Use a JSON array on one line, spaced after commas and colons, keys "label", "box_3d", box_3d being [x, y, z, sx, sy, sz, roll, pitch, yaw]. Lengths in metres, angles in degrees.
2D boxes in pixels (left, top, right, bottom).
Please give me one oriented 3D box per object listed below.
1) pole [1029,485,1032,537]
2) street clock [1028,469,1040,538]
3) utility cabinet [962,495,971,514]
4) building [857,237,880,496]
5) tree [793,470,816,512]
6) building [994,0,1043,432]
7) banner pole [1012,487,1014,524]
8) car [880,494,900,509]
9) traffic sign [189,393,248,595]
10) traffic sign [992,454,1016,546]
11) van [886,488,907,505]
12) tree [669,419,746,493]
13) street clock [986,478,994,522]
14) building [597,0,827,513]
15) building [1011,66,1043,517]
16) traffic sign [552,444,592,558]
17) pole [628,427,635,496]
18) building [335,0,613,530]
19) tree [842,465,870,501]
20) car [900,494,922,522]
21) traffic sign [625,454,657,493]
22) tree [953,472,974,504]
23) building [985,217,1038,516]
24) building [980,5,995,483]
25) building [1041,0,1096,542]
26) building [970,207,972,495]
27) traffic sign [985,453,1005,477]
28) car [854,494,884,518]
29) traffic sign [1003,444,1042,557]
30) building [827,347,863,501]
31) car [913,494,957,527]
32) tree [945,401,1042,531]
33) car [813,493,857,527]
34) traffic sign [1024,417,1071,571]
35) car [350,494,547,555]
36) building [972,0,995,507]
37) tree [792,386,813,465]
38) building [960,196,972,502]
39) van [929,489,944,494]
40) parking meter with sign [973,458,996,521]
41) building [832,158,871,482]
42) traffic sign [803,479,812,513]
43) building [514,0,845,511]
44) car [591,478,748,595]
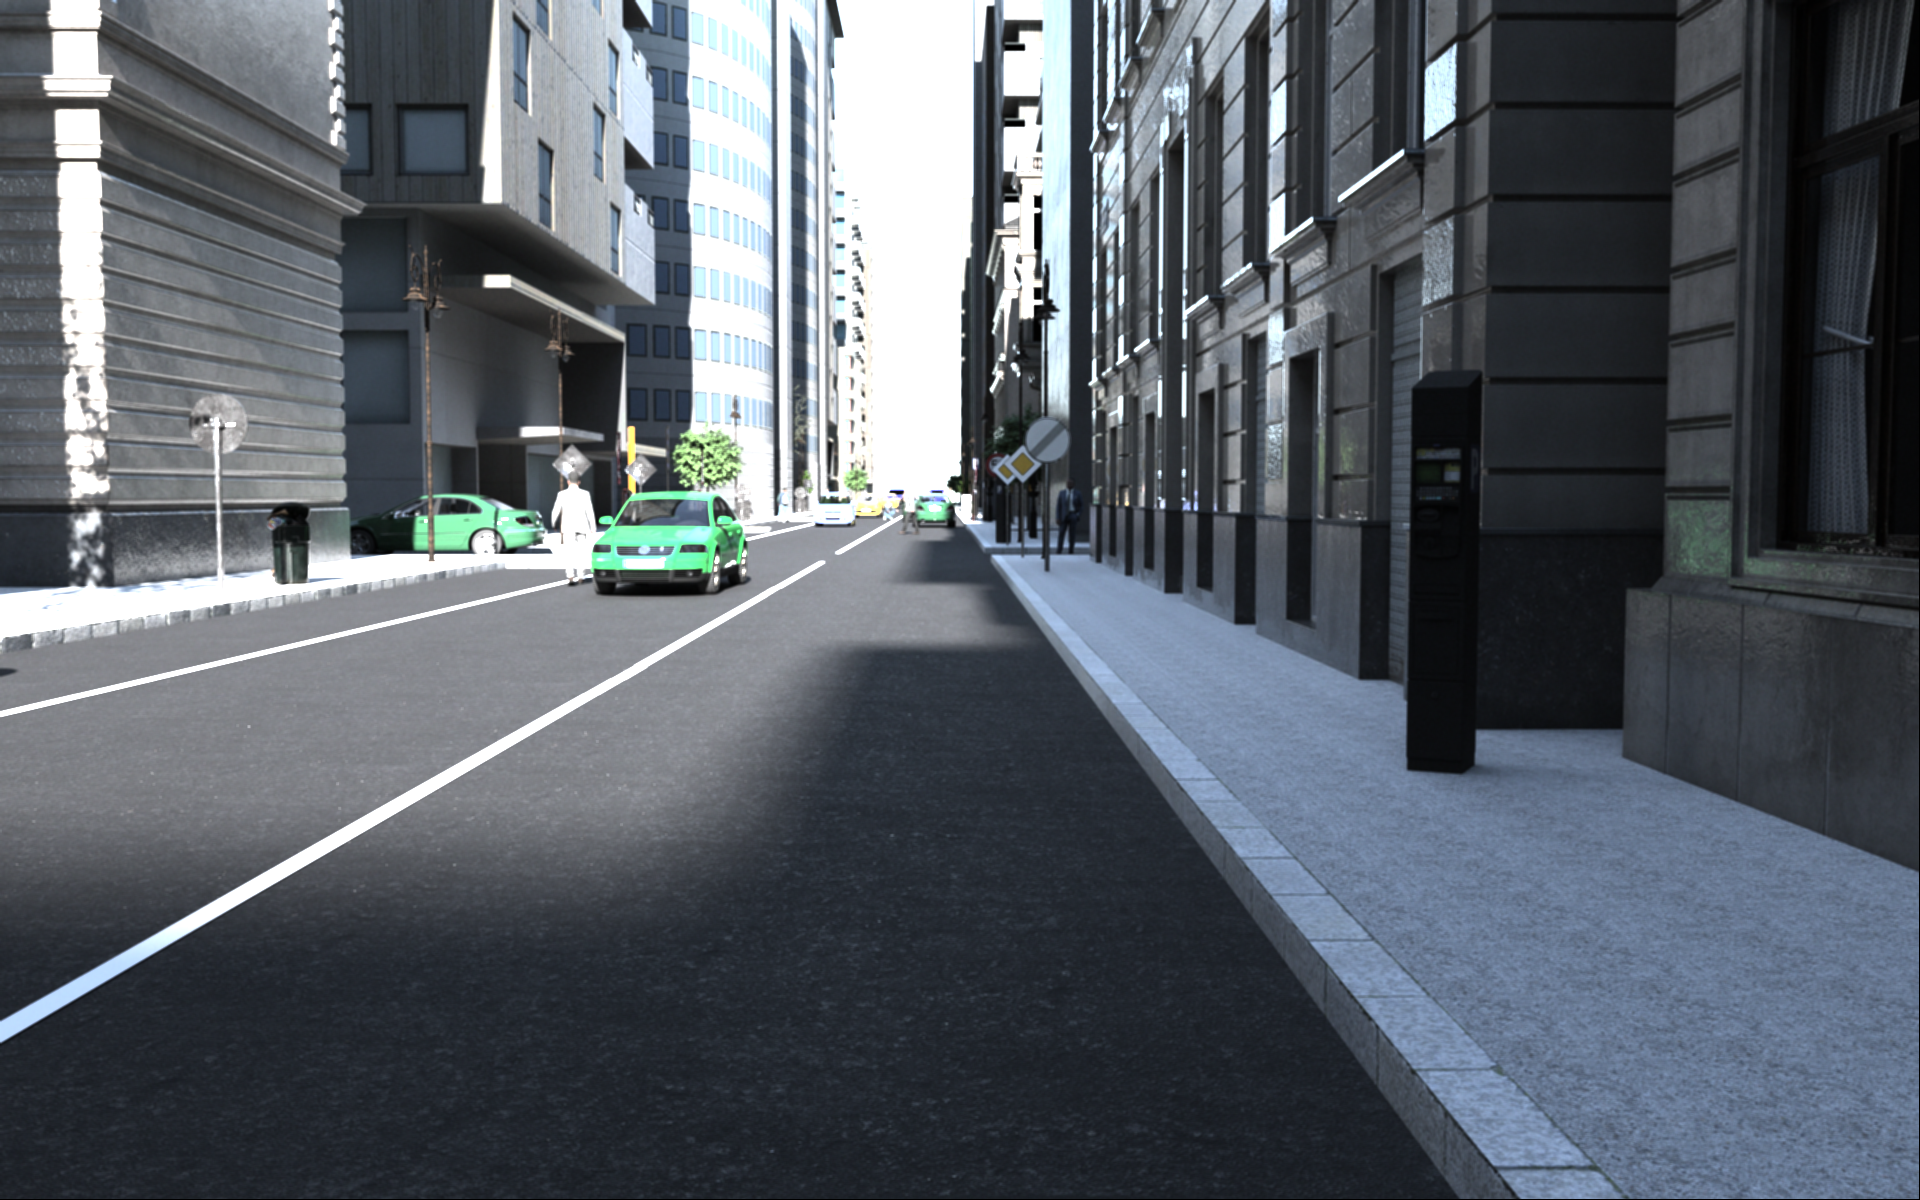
[{"label": "pole", "box_3d": [2.138, -3.544, 51.795, 0.158, 3.312, 0.155, 0, 3, 0]}, {"label": "street clock", "box_3d": [2.136, -2.793, 50.239, 0.358, 2.002, 0.471, 1, 4, 10]}, {"label": "utility cabinet", "box_3d": [0.648, -6.170, 112.038, 1.020, 1.237, 0.306, 0, 4, 1]}, {"label": "building", "box_3d": [-19.834, -35.817, 269.209, 14.154, 41.232, 14.086, 0, 4, -1]}, {"label": "tree", "box_3d": [-11.173, -8.090, 126.878, 1.663, 3.219, 1.824, 0, 3, 0]}, {"label": "building", "box_3d": [16.491, -33.458, 136.273, 28.713, 52.752, 27.495, 0, 4, -1]}, {"label": "banner pole", "box_3d": [2.025, -5.083, 73.130, 0.863, 3.779, 0.401, 1, 4, 13]}, {"label": "car", "box_3d": [-6.673, -9.427, 164.355, 2.015, 1.641, 3.980, 0, 4, 0]}, {"label": "traffic sign", "box_3d": [-9.386, -1.335, 21.930, 0.768, 2.556, 0.104, 0, 4, 4]}, {"label": "traffic sign", "box_3d": [1.179, -2.409, 43.036, 0.795, 2.450, 0.064, 0, 4, -1]}, {"label": "van", "box_3d": [-6.501, -10.759, 180.300, 2.240, 2.365, 5.245, 0, 4, 1]}, {"label": "tree", "box_3d": [-11.096, -5.652, 76.118, 4.285, 4.588, 4.351, 0, 3, 0]}, {"label": "street clock", "box_3d": [1.377, -4.611, 79.966, 0.358, 2.002, 0.471, -1, 4, -20]}, {"label": "building", "box_3d": [-22.694, -36.924, 145.703, 21.231, 58.520, 28.212, 0, 4, -1]}, {"label": "building", "box_3d": [9.708, -16.013, 80.889, 14.460, 24.649, 34.723, 0, 4, -1]}, {"label": "traffic sign", "box_3d": [-7.827, -1.916, 34.973, 0.795, 2.450, 0.064, 0, 4, -1]}, {"label": "pole", "box_3d": [-9.983, -3.597, 52.657, 0.158, 3.312, 0.155, 0, 3, 0]}, {"label": "building", "box_3d": [-25.163, -28.526, 55.636, 28.713, 52.752, 27.495, 0, 4, -1]}, {"label": "tree", "box_3d": [-11.721, -12.941, 195.295, 4.285, 4.588, 4.351, 0, 3, 0]}, {"label": "car", "box_3d": [-2.078, -4.834, 90.831, 2.131, 1.459, 4.920, 0, 4, 0]}, {"label": "traffic sign", "box_3d": [-7.914, -2.405, 42.957, 0.795, 2.450, 0.064, 0, 4, -1]}, {"label": "tree", "box_3d": [0.746, -8.900, 140.120, 1.663, 3.219, 1.824, 0, 3, 0]}, {"label": "building", "box_3d": [7.072, -14.893, 108.125, 10.561, 19.102, 19.286, 0, 4, -1]}, {"label": "building", "box_3d": [9.091, -31.039, 157.593, 14.600, 45.320, 14.200, 0, 4, -1]}, {"label": "building", "box_3d": [17.721, -14.166, 50.683, 30.058, 24.678, 14.314, 0, 4, -1]}, {"label": "building", "box_3d": [8.498, -34.550, 248.486, 14.154, 41.232, 14.086, 0, 4, -1]}, {"label": "traffic sign", "box_3d": [1.170, -3.268, 53.542, 0.768, 2.556, 0.104, 0, 4, 1]}, {"label": "car", "box_3d": [-5.634, -5.852, 105.910, 2.015, 1.641, 3.980, 0, 4, 0]}, {"label": "traffic sign", "box_3d": [1.267, -1.921, 35.051, 0.795, 2.450, 0.064, 0, 4, -1]}, {"label": "building", "box_3d": [-26.651, -22.804, 217.882, 27.650, 21.520, 28.899, 0, 4, -1]}, {"label": "car", "box_3d": [-1.153, -3.940, 76.209, 2.131, 1.459, 4.920, 0, 4, -3]}, {"label": "tree", "box_3d": [2.351, -4.734, 61.113, 4.285, 4.588, 4.351, 0, 3, 0]}, {"label": "car", "box_3d": [-5.542, -4.116, 76.891, 1.945, 1.707, 3.694, 0, 4, -1]}, {"label": "traffic sign", "box_3d": [1.448, -1.749, 28.704, 0.768, 2.556, 0.104, 0, 4, 5]}, {"label": "car", "box_3d": [-11.878, -1.675, 39.188, 4.920, 1.459, 2.131, 0, 4, -2]}, {"label": "building", "box_3d": [11.759, -38.923, 178.387, 21.231, 58.520, 28.212, 0, 4, -1]}, {"label": "tree", "box_3d": [-11.433, -9.845, 111.328, 4.360, 8.622, 3.978, 0, 3, 0]}, {"label": "building", "box_3d": [10.778, -39.310, 266.426, 21.300, 48.544, 21.600, 0, 4, -1]}, {"label": "van", "box_3d": [-2.775, -12.292, 205.353, 2.240, 2.365, 5.245, 0, 4, -2]}, {"label": "parking meter with sign", "box_3d": [1.478, -5.391, 84.400, 1.738, 3.016, 0.543, -3, 4, -36]}, {"label": "building", "box_3d": [-25.008, -38.353, 246.683, 23.786, 49.044, 30.456, 0, 4, -1]}, {"label": "traffic sign", "box_3d": [-10.400, -7.107, 118.321, 0.606, 2.300, 0.079, 1, 4, 8]}, {"label": "building", "box_3d": [-26.469, -35.769, 174.065, 28.713, 52.752, 27.495, 0, 4, -1]}, {"label": "car", "box_3d": [-4.318, -1.060, 26.121, 1.959, 1.807, 4.718, 0, 4, 1]}]
